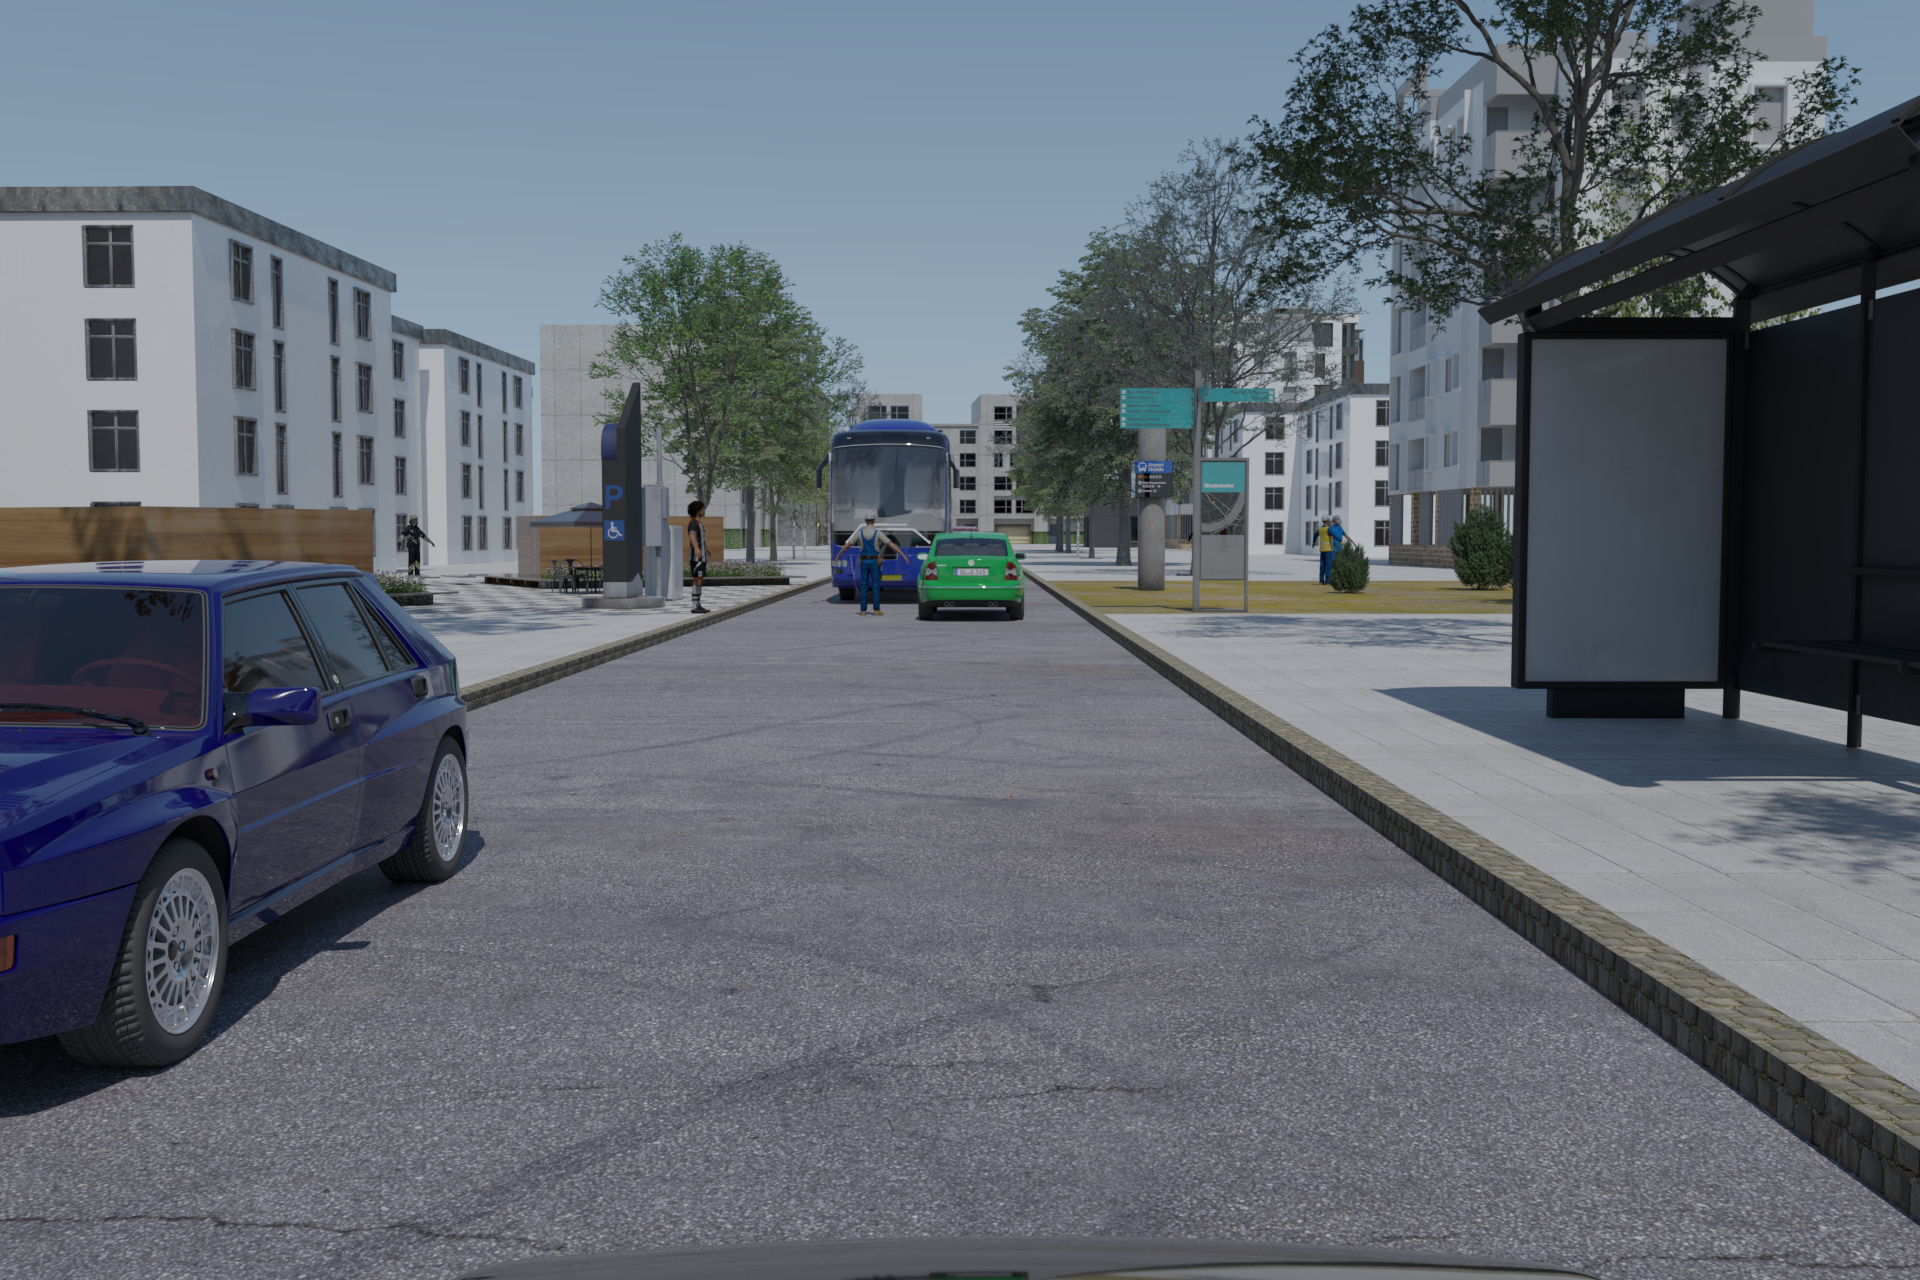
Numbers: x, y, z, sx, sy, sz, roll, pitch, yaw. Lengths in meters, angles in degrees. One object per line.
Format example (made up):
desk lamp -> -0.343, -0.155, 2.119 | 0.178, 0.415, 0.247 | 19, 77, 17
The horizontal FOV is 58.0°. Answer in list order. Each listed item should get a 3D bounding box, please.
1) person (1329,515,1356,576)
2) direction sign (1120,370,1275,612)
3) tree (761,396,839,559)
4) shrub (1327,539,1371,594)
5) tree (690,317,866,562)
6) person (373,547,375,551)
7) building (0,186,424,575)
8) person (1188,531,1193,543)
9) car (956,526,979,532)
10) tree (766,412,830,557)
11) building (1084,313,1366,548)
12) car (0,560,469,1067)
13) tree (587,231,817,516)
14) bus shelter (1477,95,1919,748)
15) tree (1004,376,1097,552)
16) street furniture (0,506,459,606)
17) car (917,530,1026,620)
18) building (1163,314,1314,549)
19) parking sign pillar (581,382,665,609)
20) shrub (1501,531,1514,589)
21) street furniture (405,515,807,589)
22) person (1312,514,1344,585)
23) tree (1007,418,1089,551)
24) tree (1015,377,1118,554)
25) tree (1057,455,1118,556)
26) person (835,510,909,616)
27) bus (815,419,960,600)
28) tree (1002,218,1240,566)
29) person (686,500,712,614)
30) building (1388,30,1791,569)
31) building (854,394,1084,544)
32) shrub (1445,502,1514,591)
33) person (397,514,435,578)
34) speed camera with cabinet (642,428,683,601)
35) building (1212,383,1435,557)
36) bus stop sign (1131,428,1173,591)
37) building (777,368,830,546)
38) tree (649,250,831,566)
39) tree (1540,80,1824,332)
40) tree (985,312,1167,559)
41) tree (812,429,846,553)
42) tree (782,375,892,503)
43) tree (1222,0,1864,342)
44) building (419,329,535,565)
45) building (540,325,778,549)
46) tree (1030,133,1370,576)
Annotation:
person -> 10.590, -2.602, 48.667 | 1.347, 1.817, 0.704 | -2, 4, -32
direction sign -> 3.881, -2.386, 27.768 | 2.525, 3.948, 1.411 | 0, 4, -1
tree -> -8.395, -8.521, 89.684 | 4.737, 8.622, 4.395 | 0, 3, 0
shrub -> 8.406, -1.606, 37.383 | 1.383, 1.207, 1.383 | 0, 3, 0
tree -> -8.608, -9.499, 81.071 | 9.928, 11.665, 9.643 | 0, 3, 0
person -> -13.503, -1.944, 38.014 | 1.346, 1.802, 0.704 | 0, 4, -1
building -> -22.694, -6.966, 56.046 | 9.099, 9.664, 28.070 | 0, 4, 1
person -> 9.223, -3.707, 66.542 | 0.705, 1.837, 1.347 | -3, 5, -42
car -> 0.164, -4.770, 86.663 | 2.281, 1.827, 5.304 | 0, 4, -1
tree -> -8.555, -8.967, 96.973 | 4.360, 8.622, 3.978 | 0, 3, 0
building -> 26.423, -20.353, 176.739 | 27.936, 21.610, 32.646 | 0, 4, 0
car -> -2.958, 0.410, 5.876 | 1.945, 1.354, 3.894 | 0, 4, 0
tree -> -8.707, -8.137, 58.792 | 9.928, 11.665, 9.643 | 0, 3, 0
bus shelter -> 4.635, -0.953, 9.506 | 2.014, 3.302, 5.546 | 0, 4, 0
tree -> 7.026, -12.507, 122.616 | 7.486, 12.596, 7.792 | 0, 3, 0
street furniture -> -13.716, -1.358, 29.053 | 11.010, 1.723, 9.812 | 2, 4, 24
car -> 0.201, -1.314, 30.286 | 1.959, 1.807, 4.718 | 0, 4, 0
building -> 23.270, -18.353, 156.487 | 16.016, 20.090, 11.380 | 0, 4, 0
parking sign pillar -> -5.888, -2.552, 30.190 | 1.447, 3.967, 1.447 | 0, 4, 2
shrub -> 11.036, -1.725, 32.624 | 1.690, 2.028, 1.600 | 0, 3, 0
street furniture -> -7.607, -2.266, 43.898 | 11.010, 1.723, 9.812 | -2, 4, -30
person -> 9.233, -2.260, 43.413 | 0.721, 1.772, 1.216 | -2, 4, -30
tree -> 7.420, -13.046, 131.431 | 7.486, 12.596, 7.792 | 0, 3, 0
tree -> 7.406, -11.929, 113.166 | 7.486, 12.596, 7.792 | 0, 3, 0
tree -> 6.622, -9.176, 100.390 | 4.360, 8.622, 3.978 | 0, 3, 0
person -> -1.574, -1.356, 30.490 | 1.347, 1.847, 0.705 | 1, 4, 10
bus -> -1.408, -3.005, 40.685 | 2.896, 3.916, 12.251 | 0, 4, 0
tree -> 6.476, -9.941, 69.194 | 9.857, 13.997, 8.962 | 0, 3, 0
person -> -4.220, -1.341, 28.064 | 0.704, 1.843, 1.345 | 0, 4, -1
building -> 23.137, -13.149, 71.410 | 16.016, 20.090, 11.380 | 0, 4, 0
building -> 2.058, -21.813, 225.560 | 31.486, 18.905, 16.747 | 0, 4, -4
shrub -> 11.956, -2.146, 39.500 | 1.690, 2.028, 1.600 | 0, 3, 0
person -> -15.937, -2.741, 50.602 | 0.705, 1.856, 1.354 | 2, 4, 32
speed camera with cabinet -> -5.769, -2.367, 33.033 | 0.660, 3.252, 2.038 | 0, 4, 2
building -> 22.433, -10.300, 110.551 | 9.099, 9.664, 28.070 | 0, 4, 0
bus stop sign -> 4.342, -3.070, 39.218 | 0.837, 3.901, 0.837 | 0, 4, -1
building -> -24.260, -21.923, 189.376 | 19.493, 23.208, 18.063 | 0, 4, 0
tree -> -8.873, -9.271, 69.705 | 7.486, 12.596, 7.792 | 0, 3, 0
tree -> 11.729, -4.767, 28.311 | 4.737, 8.622, 4.395 | 0, 3, 0
tree -> 6.923, -10.983, 89.939 | 12.009, 13.543, 11.850 | 0, 3, 0
tree -> -8.600, -10.015, 114.107 | 4.737, 8.622, 4.395 | 0, 3, 0
tree -> -8.445, -13.599, 132.716 | 12.009, 13.543, 11.850 | 0, 3, 0
tree -> 6.266, -5.186, 19.210 | 7.601, 10.594, 8.767 | -2, 4, -26
building -> -25.358, -8.741, 85.060 | 9.099, 9.664, 28.070 | 0, 4, 1
building -> -27.116, -18.092, 162.260 | 16.747, 18.905, 31.486 | 0, 4, 0
tree -> 7.385, -8.708, 52.745 | 12.009, 13.543, 11.850 | 0, 3, 0
